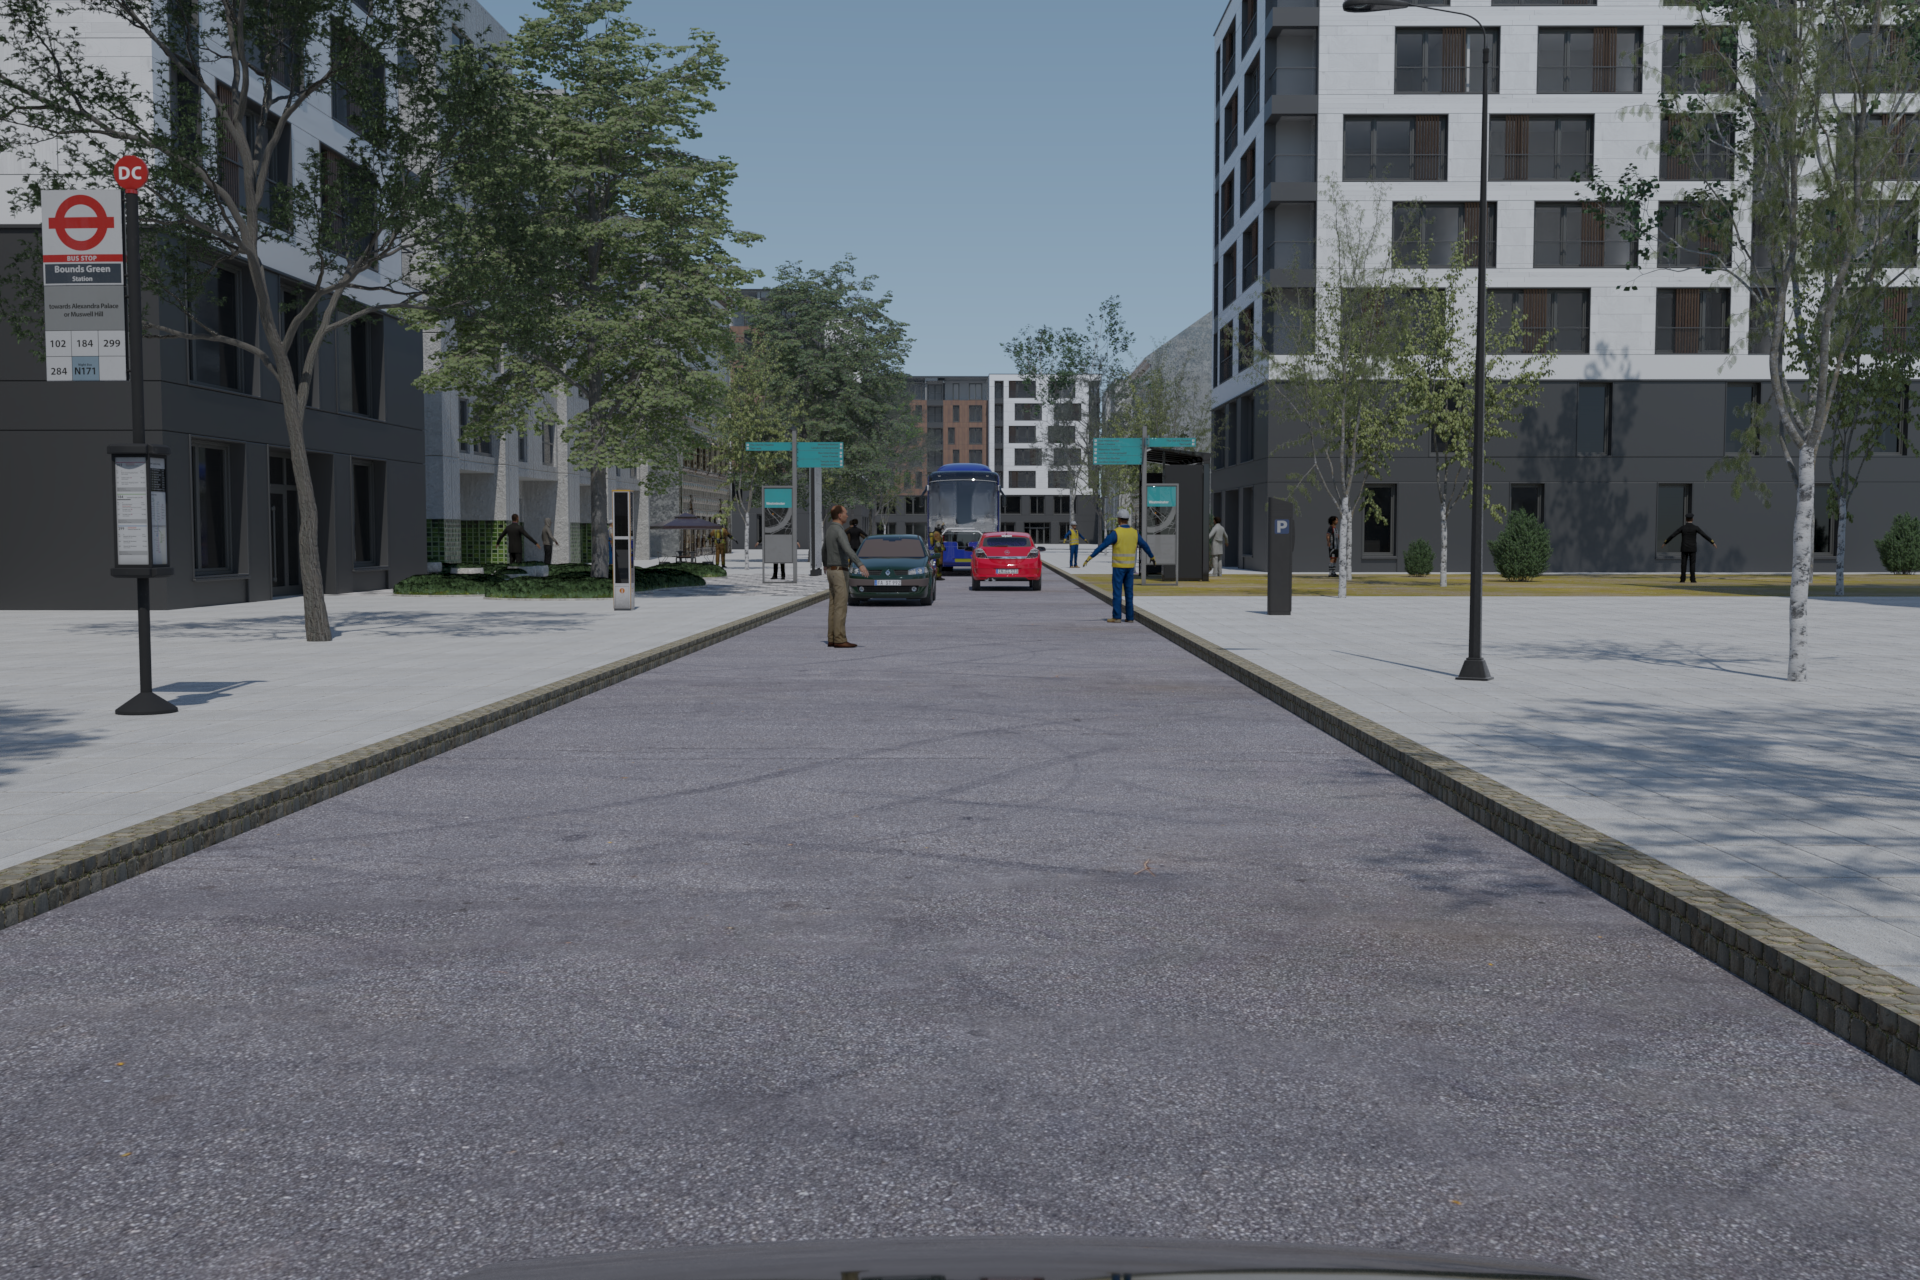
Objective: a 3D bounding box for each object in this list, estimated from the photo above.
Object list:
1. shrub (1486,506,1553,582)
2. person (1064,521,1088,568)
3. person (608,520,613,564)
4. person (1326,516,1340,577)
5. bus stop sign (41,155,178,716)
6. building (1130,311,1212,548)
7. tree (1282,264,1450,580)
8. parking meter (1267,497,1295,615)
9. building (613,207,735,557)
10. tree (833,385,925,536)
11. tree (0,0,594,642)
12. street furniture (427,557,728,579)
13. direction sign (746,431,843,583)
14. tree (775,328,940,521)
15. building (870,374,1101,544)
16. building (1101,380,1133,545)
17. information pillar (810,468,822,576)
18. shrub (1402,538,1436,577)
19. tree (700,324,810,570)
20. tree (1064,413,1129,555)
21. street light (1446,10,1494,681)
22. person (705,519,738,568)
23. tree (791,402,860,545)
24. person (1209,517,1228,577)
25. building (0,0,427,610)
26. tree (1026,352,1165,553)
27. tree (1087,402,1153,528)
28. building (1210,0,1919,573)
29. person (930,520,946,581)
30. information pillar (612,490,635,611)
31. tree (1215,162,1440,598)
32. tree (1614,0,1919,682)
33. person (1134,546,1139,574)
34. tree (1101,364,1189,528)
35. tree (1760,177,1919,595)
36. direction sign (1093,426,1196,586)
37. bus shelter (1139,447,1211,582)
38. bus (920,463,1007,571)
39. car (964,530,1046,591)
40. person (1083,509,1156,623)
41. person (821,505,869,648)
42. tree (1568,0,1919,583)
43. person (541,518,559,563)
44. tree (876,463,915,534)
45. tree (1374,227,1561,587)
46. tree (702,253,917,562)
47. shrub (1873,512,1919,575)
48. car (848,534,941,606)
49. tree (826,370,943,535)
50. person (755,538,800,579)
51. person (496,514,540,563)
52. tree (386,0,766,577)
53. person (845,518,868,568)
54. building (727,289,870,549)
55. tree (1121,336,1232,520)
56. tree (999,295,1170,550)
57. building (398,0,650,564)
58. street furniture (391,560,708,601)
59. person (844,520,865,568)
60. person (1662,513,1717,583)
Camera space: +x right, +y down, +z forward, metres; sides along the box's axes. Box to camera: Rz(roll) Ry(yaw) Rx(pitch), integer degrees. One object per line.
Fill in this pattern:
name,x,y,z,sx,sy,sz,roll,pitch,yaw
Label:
shrub,15.054,-2.576,46.542,1.690,2.028,1.600,0,3,0
person,4.364,-3.613,65.542,1.216,1.772,0.721,-3,4,-39
person,-13.662,-3.804,68.054,0.705,1.847,1.347,-1,4,-21
person,11.159,-2.781,51.621,0.704,1.843,1.345,2,4,33
bus stop sign,-6.060,-1.445,12.325,0.855,3.939,0.416,0,4,2
building,25.708,-19.976,157.528,19.493,23.208,18.063,0,4,1
tree,11.036,-5.963,47.856,4.737,8.622,4.395,0,3,0
parking meter,5.080,-1.327,27.405,0.399,1.863,0.255,0,4,1
building,-24.400,-16.691,103.822,19.493,23.208,18.063,0,4,1
tree,-5.736,-11.439,112.784,9.928,11.665,9.643,0,3,0
tree,-7.960,-5.275,20.656,7.601,10.594,8.767,2,4,34
street furniture,-11.816,-2.068,49.441,10.072,0.657,5.734,0,4,-1
direction sign,-4.267,-3.467,45.452,2.525,3.948,1.411,0,4,1
tree,-6.385,-11.732,102.189,12.009,13.543,11.850,0,3,0
building,1.278,-23.626,232.719,32.646,21.610,27.936,0,4,-1
building,26.238,-20.788,206.336,16.747,18.905,31.486,0,4,1
information pillar,-4.422,-3.781,53.138,0.184,3.620,1.656,0,4,2
shrub,13.703,-2.481,51.681,1.383,1.207,1.383,0,3,0
tree,-7.535,-6.814,61.765,4.737,8.622,4.395,0,3,0
tree,8.992,-9.411,104.232,4.360,8.622,3.978,0,3,0
street light,5.081,-2.602,15.089,1.470,5.913,1.316,0,4,1
person,-9.089,-3.670,65.767,1.354,1.858,0.705,1,4,14
tree,-6.949,-8.534,89.897,4.737,8.622,4.395,0,3,0
person,7.743,-2.823,52.350,0.705,1.806,1.347,3,5,44
building,-27.228,-11.150,26.271,27.936,21.610,32.646,0,4,0
tree,9.454,-12.667,117.470,12.009,13.543,11.850,0,3,0
tree,8.841,-8.989,97.329,4.360,8.622,3.978,0,3,0
building,24.312,-14.031,73.389,27.936,21.610,32.646,0,4,1
person,-0.615,-2.763,53.394,0.705,1.858,1.354,0,4,6
information pillar,-5.641,-1.501,29.028,0.304,2.012,0.304,0,4,1
tree,7.745,-5.130,34.237,4.360,8.622,3.978,0,3,0
tree,7.084,-3.941,14.798,4.360,8.622,3.978,0,3,0
person,5.654,-2.856,55.969,0.599,1.433,0.991,-2,4,-30
tree,8.012,-7.656,75.534,4.737,8.622,4.395,0,3,0
tree,18.658,-5.238,36.008,4.737,8.622,4.395,0,3,0
direction sign,4.549,-3.278,42.365,2.525,3.948,1.411,0,4,1
bus shelter,5.953,-3.573,49.707,1.731,3.624,6.357,0,4,0
bus,0.221,-4.413,63.701,2.896,3.916,12.251,0,4,1
car,1.189,-2.215,45.249,2.155,1.783,4.494,0,4,0
person,2.624,-1.199,28.027,1.349,1.833,0.705,-2,4,-25
person,-1.511,-0.805,21.888,0.705,1.796,1.348,-2,4,-26
tree,22.919,-11.623,45.922,12.611,20.169,13.585,0,3,0
person,-13.448,-3.090,56.642,0.705,1.813,1.348,-2,4,-31
tree,-6.396,-11.743,142.365,4.360,8.622,3.978,0,3,0
tree,11.898,-5.590,41.758,4.737,8.622,4.395,0,3,0
tree,-6.710,-10.501,78.352,9.857,13.997,8.962,0,3,0
shrub,29.849,-3.077,54.734,1.690,2.028,1.600,0,3,0
car,-1.385,-1.601,35.956,2.009,1.686,4.222,0,4,1
tree,-6.284,-13.307,127.935,12.009,13.543,11.850,0,3,0
person,-5.131,-2.615,48.940,1.347,1.806,0.705,1,4,15
person,-11.379,-2.335,44.406,1.346,1.802,0.704,1,4,21
tree,-7.585,-7.162,35.219,7.486,12.596,7.792,0,3,0
person,-3.102,-2.725,51.280,1.216,1.740,0.721,0,4,1
building,-23.197,-19.375,160.759,27.936,21.610,32.646,0,4,0
tree,7.854,-6.969,64.310,4.360,8.622,3.978,0,3,0
tree,9.825,-17.227,137.554,12.611,20.169,13.585,0,3,0
building,-24.059,-12.413,69.417,16.747,18.905,31.486,0,4,1
street furniture,-8.855,-1.396,38.458,5.734,0.657,10.072,0,4,6
person,-4.118,-3.669,66.119,1.346,1.812,0.704,1,4,17
person,19.174,-2.424,45.564,1.347,1.837,0.705,2,4,27
